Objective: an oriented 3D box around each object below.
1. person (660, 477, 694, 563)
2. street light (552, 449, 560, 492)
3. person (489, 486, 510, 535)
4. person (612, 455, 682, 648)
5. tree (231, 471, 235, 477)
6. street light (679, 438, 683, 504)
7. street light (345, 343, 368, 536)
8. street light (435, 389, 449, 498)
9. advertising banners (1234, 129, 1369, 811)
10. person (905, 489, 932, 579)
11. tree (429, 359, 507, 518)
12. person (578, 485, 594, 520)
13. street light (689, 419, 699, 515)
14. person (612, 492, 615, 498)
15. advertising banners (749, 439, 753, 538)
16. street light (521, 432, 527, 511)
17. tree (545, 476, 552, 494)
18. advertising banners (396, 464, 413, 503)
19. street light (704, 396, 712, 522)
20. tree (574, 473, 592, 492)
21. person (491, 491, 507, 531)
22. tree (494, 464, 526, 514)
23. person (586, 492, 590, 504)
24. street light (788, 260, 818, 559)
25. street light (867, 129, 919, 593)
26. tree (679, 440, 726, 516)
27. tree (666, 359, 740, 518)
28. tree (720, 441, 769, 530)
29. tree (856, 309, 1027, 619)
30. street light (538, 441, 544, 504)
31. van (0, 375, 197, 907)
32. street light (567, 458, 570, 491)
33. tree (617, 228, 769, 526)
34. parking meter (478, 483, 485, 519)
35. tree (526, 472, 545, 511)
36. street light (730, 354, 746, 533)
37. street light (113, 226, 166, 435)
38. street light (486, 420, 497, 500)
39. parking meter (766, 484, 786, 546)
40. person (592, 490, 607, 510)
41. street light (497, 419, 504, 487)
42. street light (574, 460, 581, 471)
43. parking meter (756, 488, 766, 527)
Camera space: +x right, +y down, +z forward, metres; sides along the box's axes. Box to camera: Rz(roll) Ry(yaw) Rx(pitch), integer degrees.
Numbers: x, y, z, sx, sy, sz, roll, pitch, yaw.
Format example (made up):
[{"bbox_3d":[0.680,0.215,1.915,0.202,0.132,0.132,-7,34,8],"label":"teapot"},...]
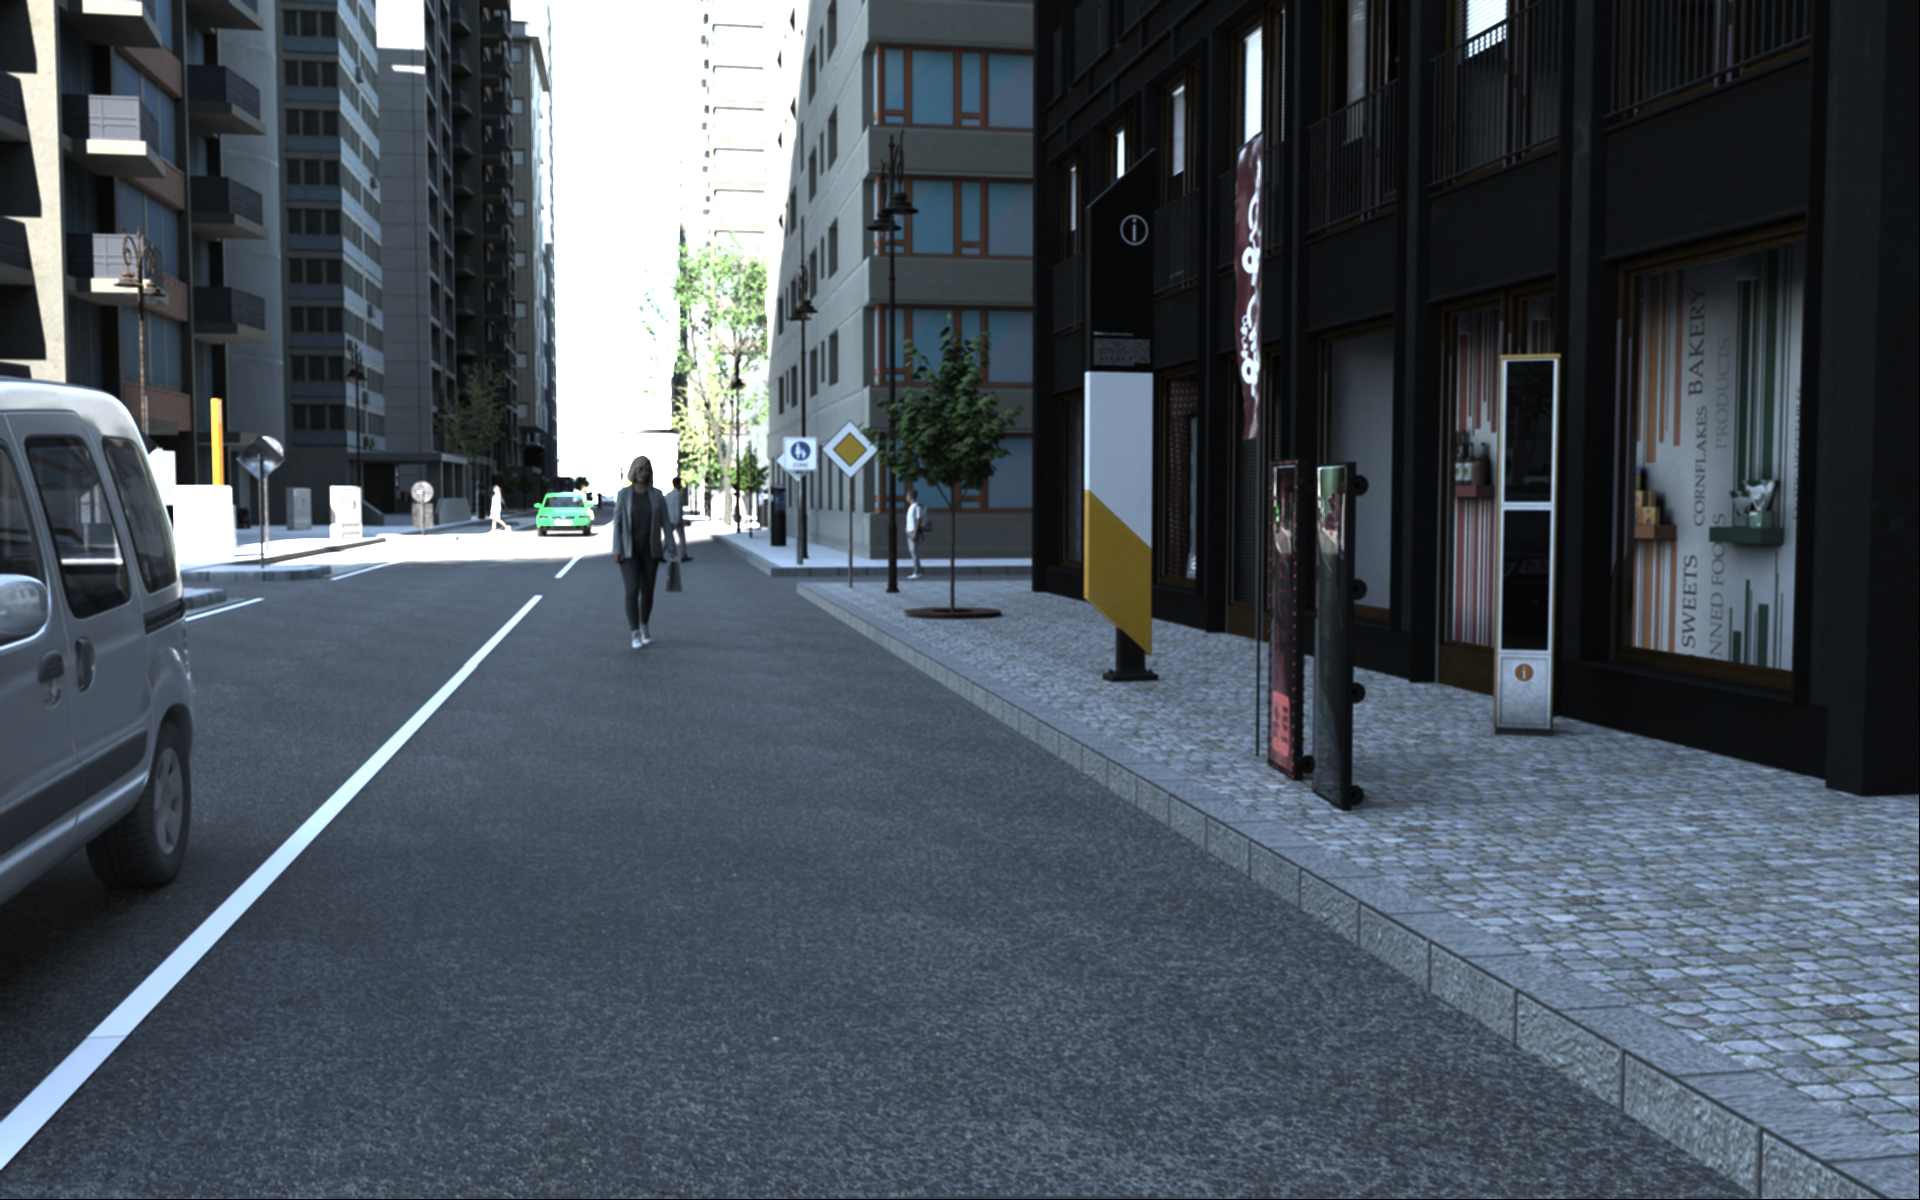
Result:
[{"bbox_3d":[-6.000,-1.685,36.327,0.678,1.792,0.850,3,5,43],"label":"person"},{"bbox_3d":[-40.958,-12.365,174.952,0.468,5.910,1.993,-1,4,-10],"label":"street light"},{"bbox_3d":[-16.330,-3.181,61.264,0.760,1.731,0.466,-3,4,-36],"label":"person"},{"bbox_3d":[-2.945,-0.471,16.390,0.709,1.800,0.728,-1,4,-17],"label":"person"},{"bbox_3d":[-26.325,-4.060,60.983,1.663,3.219,1.824,0,3,0],"label":"tree"},{"bbox_3d":[-21.558,-9.877,134.282,0.468,5.910,1.993,-1,4,-10],"label":"street light"},{"bbox_3d":[-18.405,-4.904,52.973,0.468,5.910,1.993,-1,4,-10],"label":"street light"},{"bbox_3d":[-22.702,-6.317,76.065,0.468,5.910,1.993,-1,4,-10],"label":"street light"},{"bbox_3d":[1.496,-0.714,7.856,0.090,3.025,2.074,0,4,-4],"label":"advertising banners"},{"bbox_3d":[-0.760,-1.119,29.390,0.503,1.515,0.523,3,5,43],"label":"person"},{"bbox_3d":[-26.428,-8.800,94.245,4.737,8.622,4.395,0,3,0],"label":"tree"},{"bbox_3d":[-15.614,-3.876,71.859,0.713,1.824,0.794,3,4,37],"label":"person"},{"bbox_3d":[-15.908,-8.035,104.162,0.468,5.910,1.993,-1,4,-10],"label":"street light"},{"bbox_3d":[-51.410,-15.128,256.531,0.721,1.739,1.217,-2,4,-30],"label":"person"},{"bbox_3d":[-6.136,-3.335,50.712,0.090,3.025,2.074,0,4,-6],"label":"advertising banners"},{"bbox_3d":[-32.471,-9.557,129.047,0.468,5.910,1.993,-1,4,-10],"label":"street light"},{"bbox_3d":[-42.604,-11.217,178.000,1.663,3.219,1.824,0,3,0],"label":"tree"},{"bbox_3d":[-31.832,-6.290,99.033,0.090,3.025,2.074,1,4,9],"label":"advertising banners"},{"bbox_3d":[-11.612,-6.576,80.310,0.468,5.910,1.993,-1,4,-10],"label":"street light"},{"bbox_3d":[-57.001,-16.952,260.873,4.285,4.588,4.351,0,3,0],"label":"tree"},{"bbox_3d":[-17.570,-3.497,66.341,0.598,1.740,0.731,1,4,16],"label":"person"},{"bbox_3d":[-29.840,-7.280,113.635,1.663,3.219,1.824,0,3,0],"label":"tree"},{"bbox_3d":[-37.941,-10.182,176.446,0.593,1.643,0.415,-3,5,-43],"label":"person"},{"bbox_3d":[-3.106,-3.767,34.379,0.468,5.910,1.993,-1,4,-10],"label":"street light"},{"bbox_3d":[-0.879,-3.038,22.456,0.468,5.910,1.993,-1,4,-10],"label":"street light"},{"bbox_3d":[-15.018,-7.168,100.906,4.285,4.588,4.351,0,3,0],"label":"tree"},{"bbox_3d":[-13.700,-8.657,91.907,4.737,8.622,4.395,0,3,0],"label":"tree"},{"bbox_3d":[-7.537,-4.142,62.322,1.663,3.219,1.824,0,3,0],"label":"tree"},{"bbox_3d":[-0.078,-1.452,18.344,1.663,3.219,1.824,0,3,0],"label":"tree"},{"bbox_3d":[-36.671,-10.953,151.865,0.468,5.910,1.993,-1,4,-10],"label":"street light"},{"bbox_3d":[-3.460,0.130,4.888,2.013,2.044,4.112,-1,4,-11],"label":"van"},{"bbox_3d":[-47.588,-14.544,210.574,0.468,5.910,1.993,-1,4,-10],"label":"street light"},{"bbox_3d":[-9.483,-8.779,69.298,9.928,11.665,9.643,0,3,0],"label":"tree"},{"bbox_3d":[-24.347,-5.039,88.105,0.255,1.863,0.399,-2,4,-33],"label":"parking meter"},{"bbox_3d":[-32.981,-8.388,131.740,1.663,3.219,1.824,0,3,0],"label":"tree"},{"bbox_3d":[-7.334,-5.162,57.192,0.468,5.910,1.993,-1,4,-10],"label":"street light"},{"bbox_3d":[-14.216,-3.509,30.153,0.468,5.910,1.993,-1,4,-10],"label":"street light"},{"bbox_3d":[-26.931,-7.712,98.878,0.468,5.910,1.993,-1,4,-10],"label":"street light"},{"bbox_3d":[-4.492,-2.105,42.834,0.372,1.533,0.369,0,3,0],"label":"parking meter"},{"bbox_3d":[-33.237,-9.245,159.674,1.348,1.821,0.705,-1,4,-23],"label":"person"},{"bbox_3d":[-28.167,-8.143,105.927,0.468,5.910,1.993,-1,4,-10],"label":"street light"},{"bbox_3d":[-51.757,-15.940,233.398,0.468,5.910,1.993,-1,4,-10],"label":"street light"},{"bbox_3d":[-7.671,-3.620,67.596,0.372,1.533,0.369,0,3,0],"label":"parking meter"}]
